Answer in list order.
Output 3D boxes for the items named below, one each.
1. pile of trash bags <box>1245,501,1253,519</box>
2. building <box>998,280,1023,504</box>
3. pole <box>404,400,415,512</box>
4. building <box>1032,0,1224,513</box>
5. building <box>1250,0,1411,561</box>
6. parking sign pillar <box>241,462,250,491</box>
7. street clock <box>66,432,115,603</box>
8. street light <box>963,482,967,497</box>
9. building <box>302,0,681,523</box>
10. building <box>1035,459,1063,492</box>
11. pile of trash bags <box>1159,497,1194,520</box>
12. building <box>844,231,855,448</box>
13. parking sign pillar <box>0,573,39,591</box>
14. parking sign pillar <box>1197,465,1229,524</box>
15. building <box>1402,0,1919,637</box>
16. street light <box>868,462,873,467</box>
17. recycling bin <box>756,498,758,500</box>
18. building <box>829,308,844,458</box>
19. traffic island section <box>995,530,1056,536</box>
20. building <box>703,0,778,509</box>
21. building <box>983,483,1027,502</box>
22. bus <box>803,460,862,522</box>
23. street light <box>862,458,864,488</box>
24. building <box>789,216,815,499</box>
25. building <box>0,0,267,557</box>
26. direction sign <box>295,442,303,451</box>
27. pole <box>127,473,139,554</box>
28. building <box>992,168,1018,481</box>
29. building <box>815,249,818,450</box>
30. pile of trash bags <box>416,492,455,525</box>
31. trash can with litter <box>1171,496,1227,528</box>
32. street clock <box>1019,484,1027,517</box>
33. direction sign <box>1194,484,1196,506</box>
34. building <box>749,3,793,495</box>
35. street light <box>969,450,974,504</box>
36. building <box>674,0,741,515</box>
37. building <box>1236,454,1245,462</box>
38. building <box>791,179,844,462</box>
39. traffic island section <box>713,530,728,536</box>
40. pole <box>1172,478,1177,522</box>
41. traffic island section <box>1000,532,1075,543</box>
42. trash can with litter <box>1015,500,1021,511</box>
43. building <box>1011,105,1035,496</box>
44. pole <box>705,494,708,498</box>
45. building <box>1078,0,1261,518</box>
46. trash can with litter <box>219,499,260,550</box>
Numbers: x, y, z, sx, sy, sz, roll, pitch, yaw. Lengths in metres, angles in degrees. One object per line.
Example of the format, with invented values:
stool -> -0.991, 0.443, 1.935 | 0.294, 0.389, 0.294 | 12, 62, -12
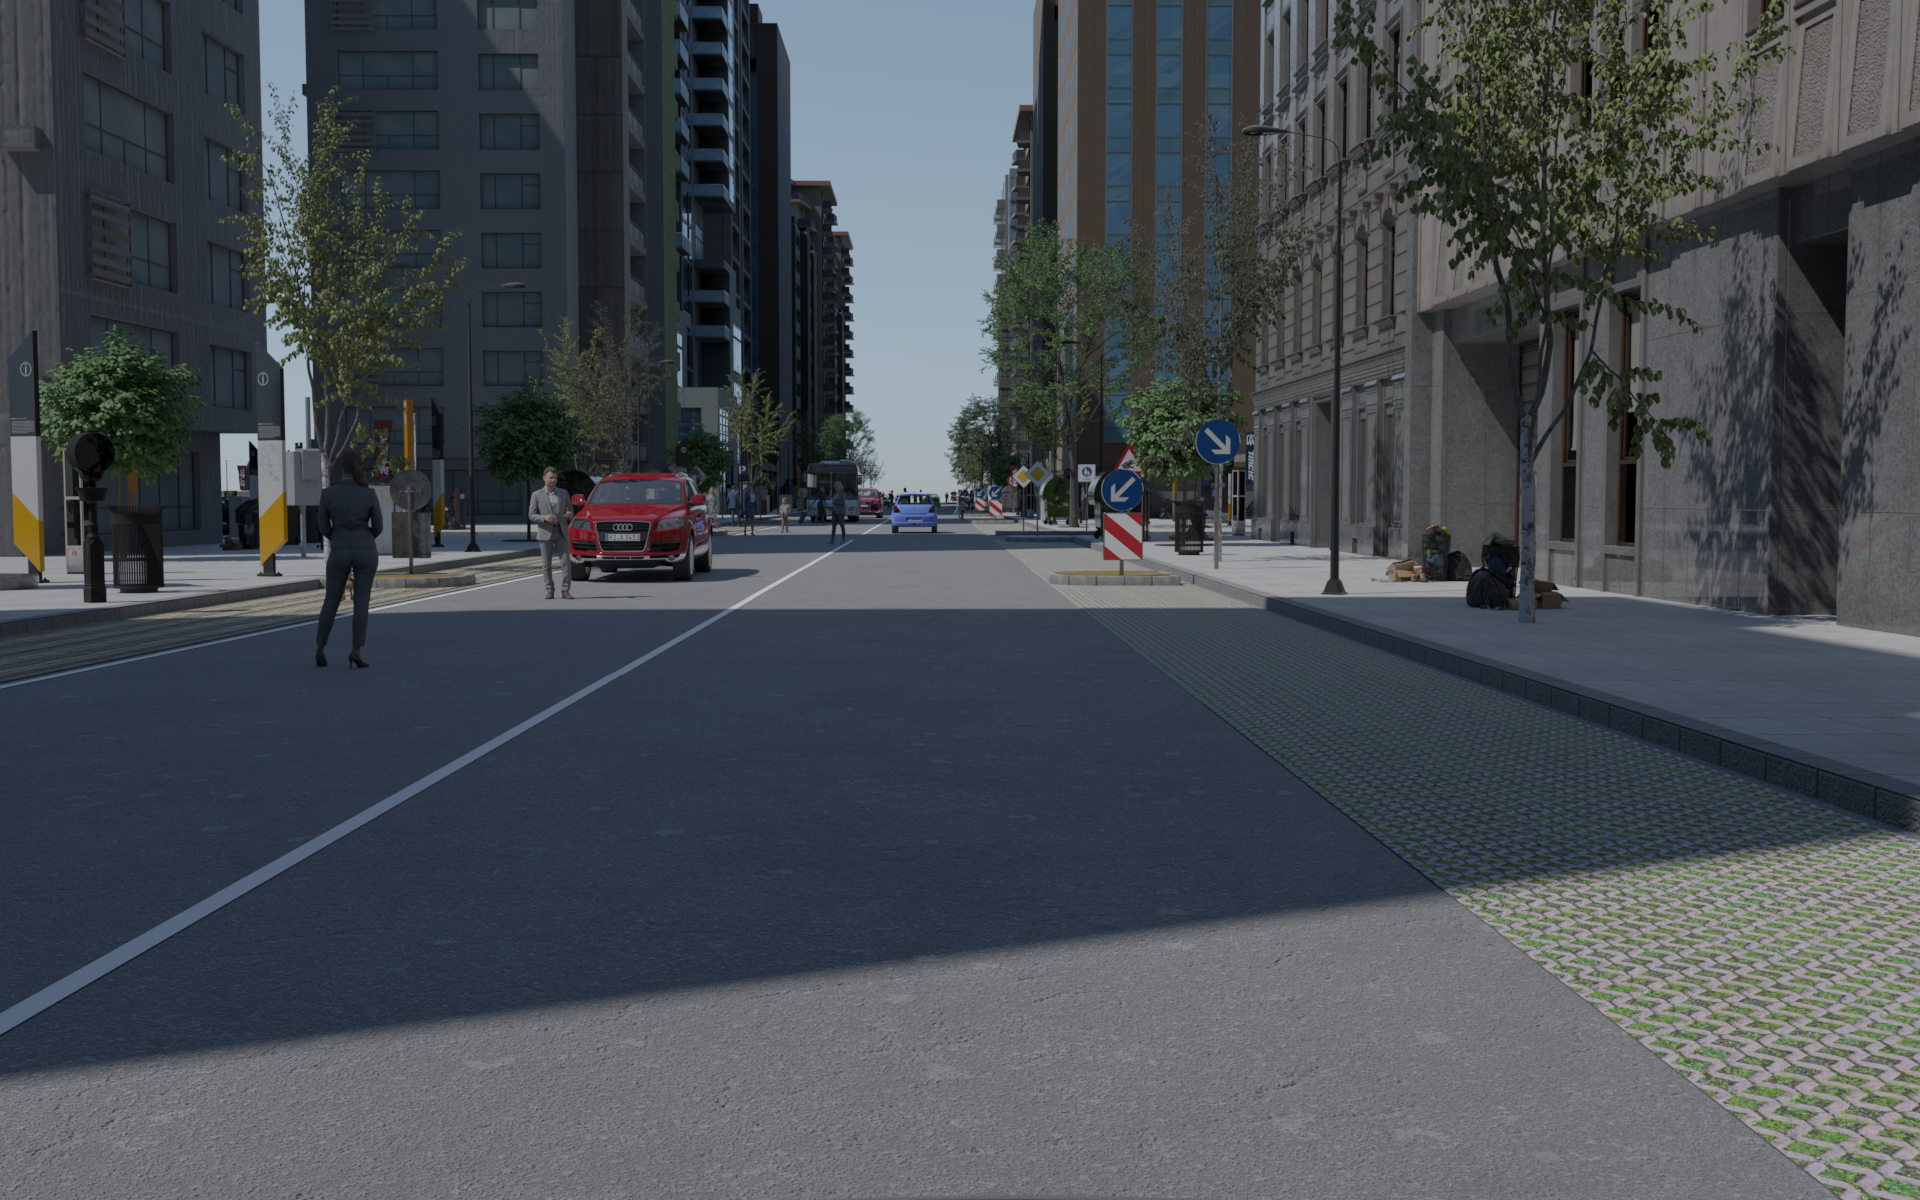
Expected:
pile of trash bags -> 14.658, -4.854, 89.113 | 1.912, 1.369, 3.447 | -2, 4, -26
building -> 12.021, -28.175, 232.358 | 14.160, 30.474, 14.107 | 0, 4, -1
pole -> -11.960, -2.679, 37.647 | 0.158, 3.312, 0.155 | 0, 3, 0
building -> 13.434, -30.350, 146.325 | 14.600, 45.320, 14.200 | 0, 4, -1
building -> 13.098, -11.661, 39.816 | 9.793, 20.994, 18.267 | 0, 4, -1
parking sign pillar -> -53.684, -8.678, 130.356 | 1.447, 3.967, 1.447 | 0, 4, -2
street clock -> -10.226, -0.969, 20.421 | 0.358, 2.002, 0.471 | 3, 4, 38
street light -> 1.382, -14.627, 211.687 | 1.470, 5.913, 1.316 | 0, 4, -1
building -> -21.194, -24.291, 80.751 | 14.154, 41.232, 14.086 | 0, 4, -1
building -> 16.175, -41.782, 121.387 | 20.563, 71.187, 20.611 | 0, 4, -1
pile of trash bags -> 11.644, -4.728, 87.049 | 3.447, 1.369, 1.912 | 3, 4, 36
building -> -28.451, -38.214, 279.426 | 22.147, 44.769, 28.867 | 0, 4, -1
parking sign pillar -> -13.280, -2.131, 23.315 | 1.447, 3.967, 1.447 | -2, 4, -26
parking sign pillar -> 11.079, -5.344, 75.842 | 1.447, 3.967, 1.447 | -1, 4, -15
building -> 14.122, -12.393, 20.650 | 12.078, 24.808, 19.932 | 0, 4, -1
street light -> -13.463, -17.076, 251.738 | 1.470, 5.913, 1.316 | 0, 4, -1
recycling bin -> -13.489, -6.063, 111.678 | 0.722, 1.027, 0.722 | -2, 4, -28
building -> -24.637, -29.766, 258.368 | 14.160, 30.474, 14.107 | 0, 4, -1
traffic island section -> 2.242, -2.337, 60.486 | 2.009, 0.180, 2.903 | 0, 4, -1
building -> -26.032, -43.205, 144.661 | 20.563, 71.187, 20.611 | 0, 4, -1
building -> 19.889, -36.139, 282.751 | 32.217, 40.220, 23.993 | 0, 4, -1
bus -> -6.628, -5.958, 92.266 | 2.948, 3.499, 13.247 | 0, 4, -3
street light -> -12.985, -15.175, 220.652 | 1.470, 5.913, 1.316 | 0, 4, -1
building -> -22.815, -24.877, 178.442 | 14.160, 30.474, 14.107 | 0, 4, -1
building -> -25.171, -21.841, 40.700 | 14.086, 41.232, 14.154 | 0, 4, -1
direction sign -> -28.998, -5.142, 76.065 | 0.379, 3.537, 0.876 | -3, 5, -41
pole -> -17.794, -2.655, 37.245 | 0.158, 3.312, 0.155 | 0, 3, 0
building -> 16.217, -38.839, 254.622 | 23.786, 49.044, 30.456 | 0, 4, -1
building -> -23.335, -25.738, 192.517 | 14.160, 30.474, 14.107 | 0, 4, -1
pile of trash bags -> -22.392, -3.828, 72.337 | 3.447, 1.369, 1.912 | -2, 4, -34
trash can with litter -> 8.973, -3.357, 65.939 | 1.678, 1.210, 2.233 | -2, 4, -34
street clock -> 3.548, -5.713, 97.976 | 0.358, 2.002, 0.471 | 3, 5, 42
direction sign -> 8.500, -4.317, 62.586 | 0.379, 3.537, 0.876 | -1, 4, -13
building -> -23.342, -31.368, 162.979 | 14.600, 45.320, 14.200 | 0, 4, -1
street light -> 1.820, -12.775, 181.409 | 1.470, 5.913, 1.316 | 0, 4, -1
building -> -26.006, -49.226, 117.523 | 22.319, 86.520, 31.000 | 0, 4, -1
building -> 26.689, -25.553, 72.409 | 28.867, 44.769, 22.147 | 0, 4, -1
building -> -27.994, -35.533, 235.584 | 22.147, 44.769, 28.867 | 0, 4, -1
traffic island section -> -9.198, -2.326, 60.317 | 2.009, 0.180, 2.903 | 0, 4, -1
pole -> 9.990, -5.298, 80.462 | 0.158, 3.312, 0.155 | 0, 3, 0
traffic island section -> 2.364, -1.848, 52.501 | 2.009, 0.180, 2.903 | 0, 4, -1
trash can with litter -> 4.615, -7.373, 131.930 | 0.624, 1.170, 1.055 | -3, 4, -37
building -> 17.001, -32.947, 193.306 | 22.147, 44.769, 28.867 | 0, 4, -1
pole -> -14.940, -6.618, 102.047 | 0.158, 3.312, 0.155 | 0, 3, 0
building -> 12.872, -27.318, 96.766 | 14.600, 45.320, 14.200 | 0, 4, -1
trash can with litter -> -16.481, -1.740, 39.831 | 0.624, 1.170, 1.055 | 1, 4, 19
